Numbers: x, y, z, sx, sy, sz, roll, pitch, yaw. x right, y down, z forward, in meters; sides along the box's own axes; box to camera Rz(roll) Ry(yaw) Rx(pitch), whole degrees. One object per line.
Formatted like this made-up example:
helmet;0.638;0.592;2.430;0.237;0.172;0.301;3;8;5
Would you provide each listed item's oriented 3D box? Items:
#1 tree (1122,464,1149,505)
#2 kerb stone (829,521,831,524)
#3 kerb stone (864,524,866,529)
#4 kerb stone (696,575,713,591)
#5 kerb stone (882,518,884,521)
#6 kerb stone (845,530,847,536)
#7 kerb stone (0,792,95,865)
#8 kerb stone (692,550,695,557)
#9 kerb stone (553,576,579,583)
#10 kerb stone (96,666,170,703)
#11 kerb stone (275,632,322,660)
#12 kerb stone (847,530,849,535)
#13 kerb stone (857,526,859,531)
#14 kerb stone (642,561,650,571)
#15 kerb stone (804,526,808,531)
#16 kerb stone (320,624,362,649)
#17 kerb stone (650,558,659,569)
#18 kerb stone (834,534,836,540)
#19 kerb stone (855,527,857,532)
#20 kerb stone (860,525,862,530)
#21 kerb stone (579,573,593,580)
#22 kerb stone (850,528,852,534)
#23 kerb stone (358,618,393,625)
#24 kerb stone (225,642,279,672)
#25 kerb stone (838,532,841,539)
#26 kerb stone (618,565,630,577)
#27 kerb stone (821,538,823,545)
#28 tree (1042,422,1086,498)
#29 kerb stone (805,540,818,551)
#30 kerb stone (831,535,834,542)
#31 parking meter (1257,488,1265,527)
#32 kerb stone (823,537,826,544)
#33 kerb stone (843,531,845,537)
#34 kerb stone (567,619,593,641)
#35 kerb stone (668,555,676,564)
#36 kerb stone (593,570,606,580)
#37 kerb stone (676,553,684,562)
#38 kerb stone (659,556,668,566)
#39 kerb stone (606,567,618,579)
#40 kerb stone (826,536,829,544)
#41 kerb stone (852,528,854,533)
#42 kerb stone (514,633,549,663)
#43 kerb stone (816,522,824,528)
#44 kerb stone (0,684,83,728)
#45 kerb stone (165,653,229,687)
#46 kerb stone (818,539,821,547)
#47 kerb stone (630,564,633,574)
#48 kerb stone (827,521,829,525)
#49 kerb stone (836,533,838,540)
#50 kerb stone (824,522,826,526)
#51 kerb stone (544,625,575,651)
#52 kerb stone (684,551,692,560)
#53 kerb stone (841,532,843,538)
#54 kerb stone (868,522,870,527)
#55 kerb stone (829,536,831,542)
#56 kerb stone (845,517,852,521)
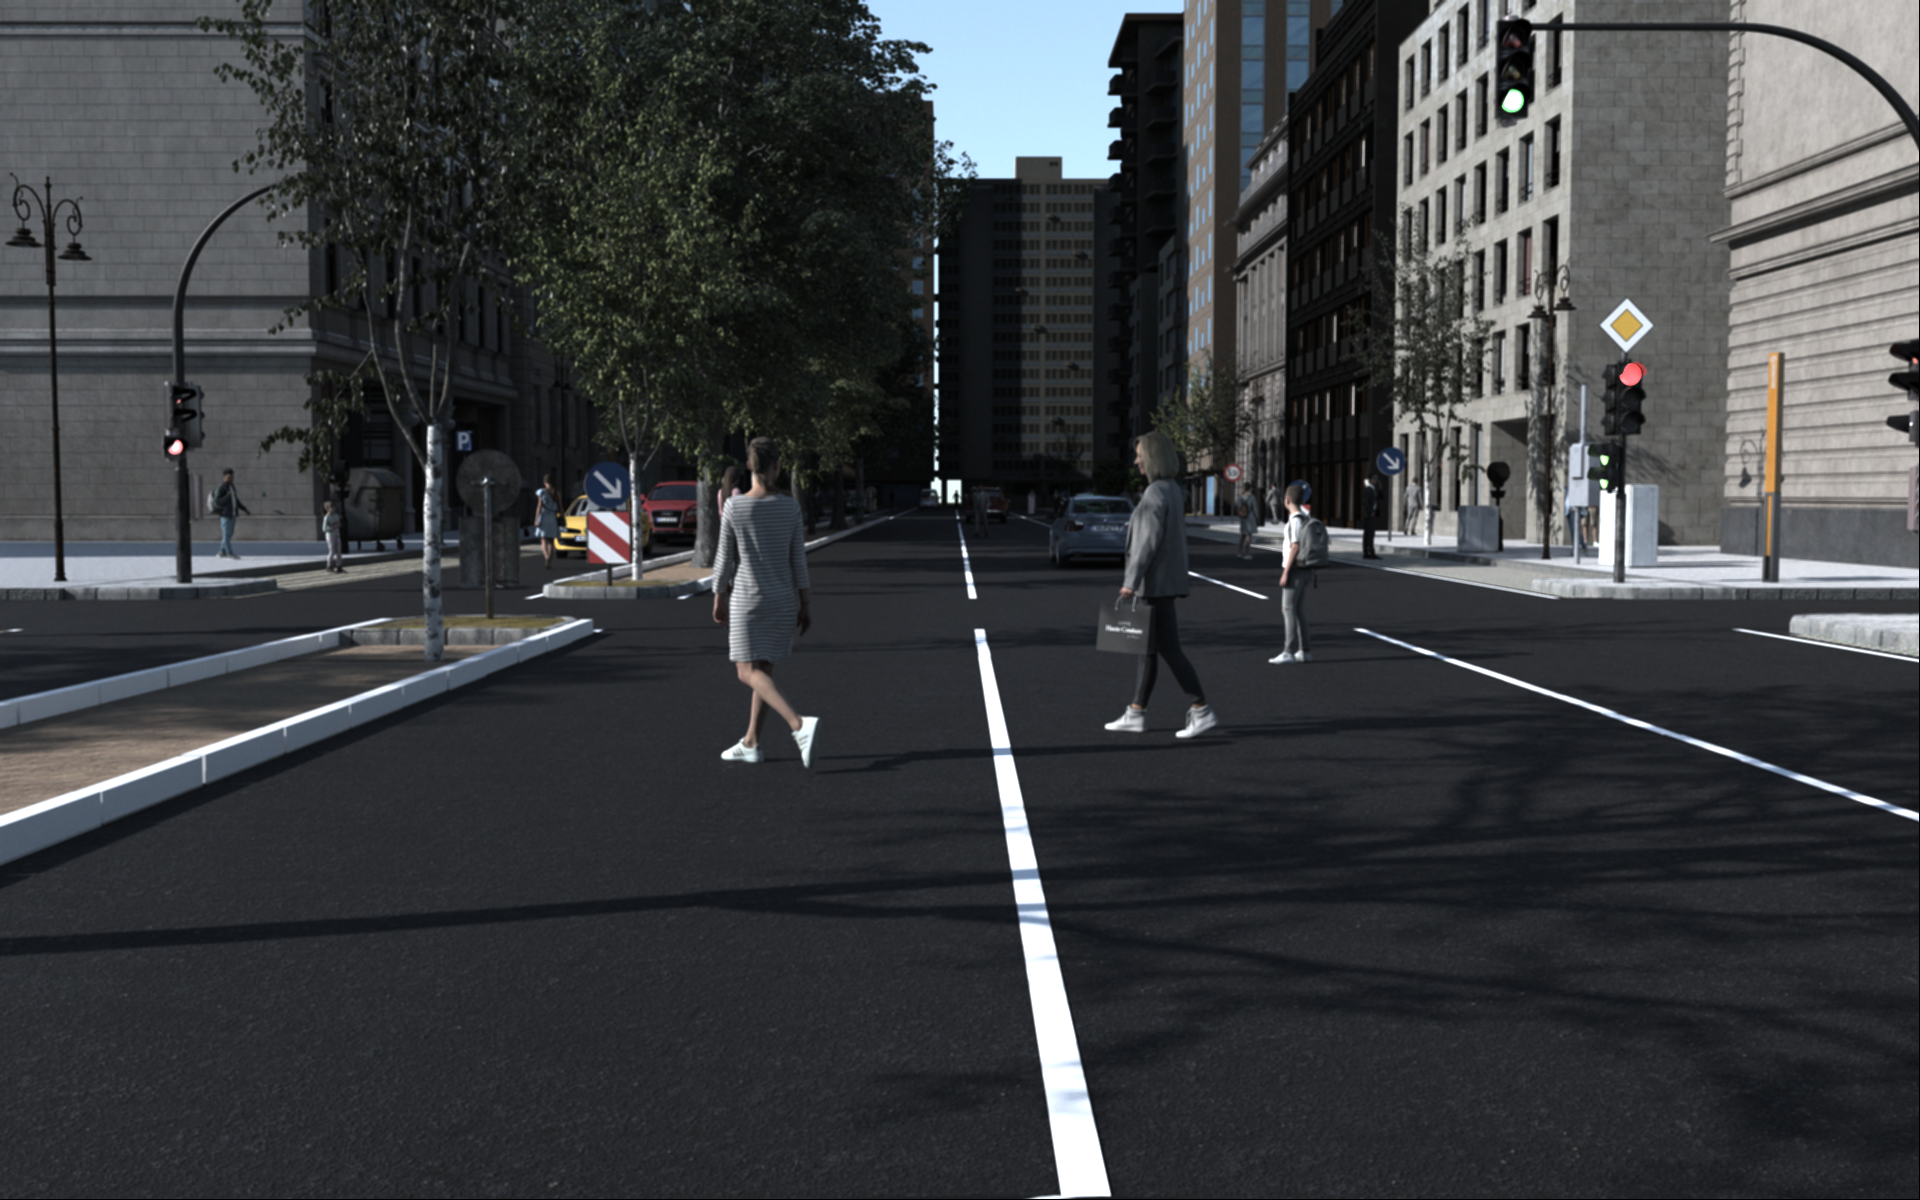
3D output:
tree;11.227;-7.192;112.182;1.663;3.219;1.824;0;3;0
kerb stone;-6.142;-3.494;79.335;0.120;0.150;1.000;0;4;0
kerb stone;-4.004;-2.926;70.116;0.120;0.150;1.000;0;4;0
kerb stone;-3.841;-0.234;26.024;0.120;0.150;1.000;0;4;0
kerb stone;-4.070;-3.994;87.518;0.120;0.150;1.000;0;4;0
kerb stone;-3.960;-2.179;57.819;0.120;0.150;1.000;0;4;0
kerb stone;-3.763;0.931;6.970;0.120;0.150;1.000;0;4;0
kerb stone;-5.985;-0.987;38.360;0.120;0.150;1.000;0;4;0
kerb stone;-5.932;-0.234;26.021;0.120;0.150;1.000;0;4;0
kerb stone;-5.887;0.609;12.234;0.120;0.150;1.000;0;4;0
kerb stone;-5.903;0.421;15.308;0.120;0.150;1.000;0;4;0
kerb stone;-3.955;-2.241;58.841;0.120;0.150;1.000;0;4;0
kerb stone;-3.988;-2.618;64.995;0.120;0.150;1.000;0;4;0
kerb stone;-5.967;-0.609;32.195;0.120;0.150;1.000;0;4;0
kerb stone;-6.107;-2.930;70.117;0.120;0.150;1.000;0;4;0
kerb stone;-5.900;0.358;16.337;0.120;0.150;1.000;0;4;0
kerb stone;-5.964;-0.668;33.224;0.120;0.150;1.000;0;4;0
kerb stone;-3.943;-1.865;52.691;0.120;0.150;1.000;0;4;0
kerb stone;-3.986;-2.549;63.967;0.120;0.150;1.000;0;4;0
kerb stone;-3.997;-2.743;67.048;0.120;0.150;1.000;0;4;0
kerb stone;-5.943;-0.297;27.054;0.120;0.150;1.000;0;4;0
kerb stone;-3.969;-2.365;60.895;0.120;0.150;1.000;0;4;0
kerb stone;-5.901;0.296;17.359;0.120;0.150;1.000;0;4;0
kerb stone;-5.892;0.485;14.286;0.120;0.150;1.000;0;4;0
kerb stone;-3.945;-1.991;54.744;0.120;0.150;1.000;0;4;0
kerb stone;-5.945;-0.486;30.143;0.120;0.150;1.000;0;4;0
kerb stone;-3.916;-1.551;47.559;0.120;0.150;1.000;0;4;0
tree;10.766;-13.705;174.431;4.360;8.622;3.978;0;3;0
kerb stone;-3.910;-1.425;45.514;0.120;0.150;1.000;0;4;0
kerb stone;-3.934;-1.797;51.666;0.120;0.150;1.000;0;4;0
parking meter;11.850;-3.668;68.381;0.372;1.533;0.369;0;3;0
kerb stone;-3.926;-1.614;48.581;0.120;0.150;1.000;0;4;0
kerb stone;-3.958;-2.116;56.797;0.120;0.150;1.000;0;4;0
kerb stone;-3.812;0.304;17.222;0.120;0.150;1.000;0;4;0
kerb stone;-5.969;-0.801;35.284;0.120;0.150;1.000;0;4;0
kerb stone;-5.941;-0.360;28.083;0.120;0.150;1.000;0;4;0
kerb stone;-5.984;-0.857;36.306;0.120;0.150;1.000;0;4;0
kerb stone;-5.971;-0.737;34.250;0.120;0.150;1.000;0;4;0
kerb stone;-5.949;-0.420;29.121;0.120;0.150;1.000;0;4;0
kerb stone;-3.926;-1.677;49.616;0.120;0.150;1.000;0;4;0
kerb stone;-3.975;-2.430;61.923;0.120;0.150;1.000;0;4;0
kerb stone;-3.798;0.429;15.175;0.120;0.150;1.000;0;4;0
kerb stone;-6.128;-3.245;75.243;0.120;0.150;1.000;0;4;0
kerb stone;-5.878;0.672;11.212;0.120;0.150;1.000;0;4;0
kerb stone;-5.887;0.547;13.257;0.120;0.150;1.000;0;4;0
kerb stone;-3.908;-1.484;46.537;0.120;0.150;1.000;0;4;0
kerb stone;-5.949;-0.549;31.168;0.120;0.150;1.000;0;4;0
kerb stone;-6.130;-3.432;78.313;0.120;0.150;1.000;0;4;0
kerb stone;-3.943;-1.922;53.718;0.120;0.150;1.000;0;4;0
kerb stone;-6.128;-3.307;76.268;0.120;0.150;1.000;0;4;0
kerb stone;-3.797;0.367;16.197;0.120;0.150;1.000;0;4;0
kerb stone;-5.979;-0.926;37.338;0.120;0.150;1.000;0;4;0
kerb stone;-3.951;-2.054;55.774;0.120;0.150;1.000;0;4;0
kerb stone;-4.010;-3.119;73.195;0.120;0.150;1.000;0;4;0
kerb stone;-3.929;-1.740;50.643;0.120;0.150;1.000;0;4;0
kerb stone;-6.200;-4.557;96.778;0.120;0.150;1.000;0;4;0
